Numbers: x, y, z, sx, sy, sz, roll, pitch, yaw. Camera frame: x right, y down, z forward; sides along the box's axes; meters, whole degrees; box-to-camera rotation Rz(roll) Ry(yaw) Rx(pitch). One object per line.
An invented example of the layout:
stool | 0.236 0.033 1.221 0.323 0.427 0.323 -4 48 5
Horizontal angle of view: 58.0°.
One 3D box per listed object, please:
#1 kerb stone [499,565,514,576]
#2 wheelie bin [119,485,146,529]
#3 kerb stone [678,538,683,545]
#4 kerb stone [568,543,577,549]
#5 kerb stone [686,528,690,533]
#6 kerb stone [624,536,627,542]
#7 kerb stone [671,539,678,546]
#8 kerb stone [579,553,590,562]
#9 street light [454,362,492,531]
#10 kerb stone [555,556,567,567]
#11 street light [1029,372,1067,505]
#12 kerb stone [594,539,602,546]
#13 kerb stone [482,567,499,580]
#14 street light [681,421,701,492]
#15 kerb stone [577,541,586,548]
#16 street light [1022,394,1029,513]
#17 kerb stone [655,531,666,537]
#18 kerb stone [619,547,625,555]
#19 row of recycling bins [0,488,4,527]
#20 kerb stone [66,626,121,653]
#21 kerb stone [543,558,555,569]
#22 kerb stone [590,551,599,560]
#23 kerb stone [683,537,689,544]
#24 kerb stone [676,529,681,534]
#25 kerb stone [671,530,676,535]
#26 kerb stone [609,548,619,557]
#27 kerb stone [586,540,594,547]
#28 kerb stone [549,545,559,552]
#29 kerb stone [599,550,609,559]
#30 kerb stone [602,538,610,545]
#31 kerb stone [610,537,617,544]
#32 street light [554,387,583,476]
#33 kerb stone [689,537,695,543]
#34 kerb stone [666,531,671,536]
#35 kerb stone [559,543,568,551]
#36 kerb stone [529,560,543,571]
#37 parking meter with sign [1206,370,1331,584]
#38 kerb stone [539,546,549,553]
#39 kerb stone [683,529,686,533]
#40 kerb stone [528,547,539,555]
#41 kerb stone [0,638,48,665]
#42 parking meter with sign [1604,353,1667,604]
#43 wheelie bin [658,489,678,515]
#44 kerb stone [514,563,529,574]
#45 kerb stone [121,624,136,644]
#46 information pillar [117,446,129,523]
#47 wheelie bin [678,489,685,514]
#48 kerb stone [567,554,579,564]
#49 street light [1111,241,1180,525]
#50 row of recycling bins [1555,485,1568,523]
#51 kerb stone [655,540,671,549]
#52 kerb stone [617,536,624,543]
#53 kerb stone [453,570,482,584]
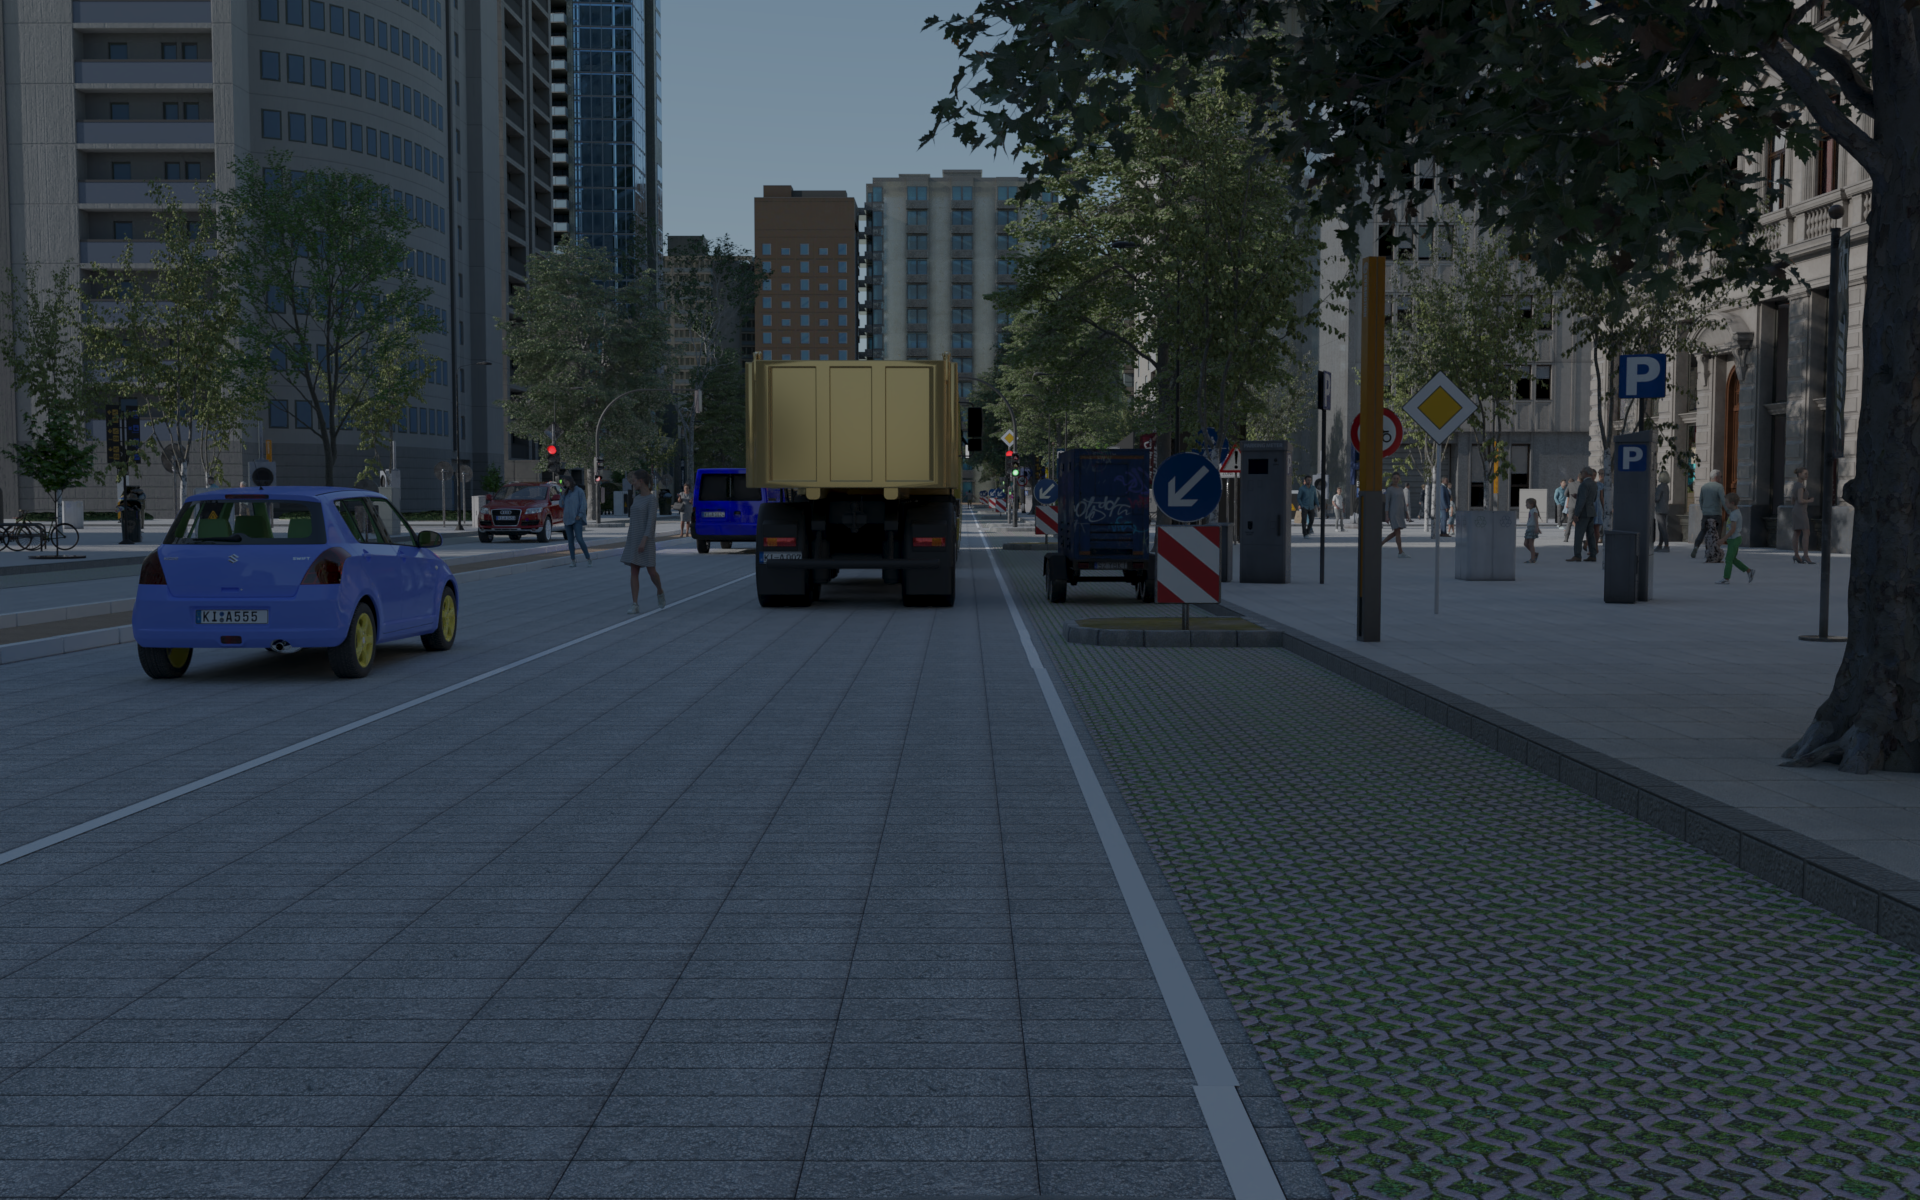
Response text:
kerb stone | -8.068 -0.501 30.418 0.120 0.150 1.000 0 4 0
wheelie bin | -30.338 -3.408 63.624 0.693 1.594 0.980 1 4 22
kerb stone | -8.022 -1.632 48.885 0.120 0.150 1.000 0 4 0
kerb stone | -10.128 -1.379 44.740 0.120 0.150 1.000 0 4 0
kerb stone | -10.083 -2.504 63.178 0.120 0.150 1.000 0 4 0
kerb stone | -10.113 -1.818 51.916 0.120 0.150 1.000 0 4 0
kerb stone | -8.017 -1.569 47.849 0.120 0.150 1.000 0 4 0
kerb stone | -8.043 -0.880 36.580 0.120 0.150 1.000 0 4 0
street light | -17.092 -5.401 60.848 1.470 5.913 1.316 0 4 0
kerb stone | -8.057 -0.751 34.523 0.120 0.150 1.000 0 4 0
street light | 3.521 -5.733 66.275 1.470 5.913 1.316 0 4 0
kerb stone | -10.118 -1.567 47.815 0.120 0.150 1.000 0 4 0
kerb stone | -8.064 -0.440 29.393 0.120 0.150 1.000 0 4 0
street light | -17.050 -8.385 109.634 1.470 5.913 1.316 0 4 0
kerb stone | -10.123 -1.435 45.762 0.120 0.150 1.000 0 4 0
street light | 3.622 -6.612 80.641 1.470 5.913 1.316 0 4 0
kerb stone | -10.079 -2.194 58.066 0.120 0.150 1.000 0 4 0
kerb stone | -8.037 -1.131 40.681 0.120 0.150 1.000 0 4 0
row of recycling bins | -38.017 -3.550 65.155 3.534 1.692 1.069 -3 4 -38
kerb stone | -8.102 0.376 16.054 0.120 0.150 1.000 0 4 0
kerb stone | -8.061 -0.690 33.485 0.120 0.150 1.000 0 4 0
kerb stone | -8.054 -0.943 37.609 0.120 0.150 1.000 0 4 0
kerb stone | -8.012 -1.692 49.915 0.120 0.150 1.000 0 4 0
kerb stone | -10.084 -2.381 61.132 0.120 0.150 1.000 0 4 0
kerb stone | -10.087 -2.318 60.110 0.120 0.150 1.000 0 4 0
kerb stone | -8.037 -1.068 39.655 0.120 0.150 1.000 0 4 0
kerb stone | -10.123 -1.503 46.793 0.120 0.150 1.000 0 4 0
kerb stone | -10.129 -1.253 42.690 0.120 0.150 1.000 0 4 0
kerb stone | -8.041 -1.005 38.631 0.120 0.150 1.000 0 4 0
kerb stone | -10.117 -1.629 48.837 0.120 0.150 1.000 0 4 0
kerb stone | -10.109 -1.693 49.873 0.120 0.150 1.000 0 4 0
street light | -17.053 -6.288 75.354 1.470 5.913 1.316 0 4 0
kerb stone | -8.013 -1.758 50.941 0.120 0.150 1.000 0 4 0
kerb stone | -10.090 -2.252 59.088 0.120 0.150 1.000 0 4 0
kerb stone | -10.122 -1.316 43.717 0.120 0.150 1.000 0 4 0
kerb stone | -8.051 -0.622 32.463 0.120 0.150 1.000 0 4 0
parking meter with sign | 4.407 -1.755 24.961 1.738 3.016 0.543 1 4 23
kerb stone | -10.135 -1.187 41.660 0.120 0.150 1.000 0 4 0
kerb stone | -10.076 -2.444 62.156 0.120 0.150 1.000 0 4 0
kerb stone | -10.131 -1.128 40.636 0.120 0.150 1.000 0 4 0
kerb stone | -8.102 0.441 15.031 0.120 0.150 1.000 0 4 0
parking meter with sign | 8.123 -1.508 20.914 0.543 3.016 1.738 2 4 27
wheelie bin | -17.935 -5.962 105.389 0.980 1.594 0.693 2 4 25
kerb stone | -8.057 -0.564 31.441 0.120 0.150 1.000 0 4 0
kerb stone | -8.095 0.313 17.082 0.120 0.150 1.000 0 4 0
information pillar | -37.223 -5.238 76.992 0.504 3.616 0.183 -2 4 -25
wheelie bin | -17.800 -6.335 111.480 0.980 1.594 0.693 -3 5 -42
kerb stone | -8.054 -0.817 35.549 0.120 0.150 1.000 0 4 0
street light | 3.480 -3.636 31.988 1.470 5.913 1.316 0 4 0
row of recycling bins | 27.918 -4.231 76.288 3.534 1.692 1.069 -1 4 -9
kerb stone | -8.023 -1.507 46.828 0.120 0.150 1.000 0 4 0
kerb stone | -10.109 -1.755 50.895 0.120 0.150 1.000 0 4 0
kerb stone | -8.069 -0.378 28.371 0.120 0.150 1.000 0 4 0
